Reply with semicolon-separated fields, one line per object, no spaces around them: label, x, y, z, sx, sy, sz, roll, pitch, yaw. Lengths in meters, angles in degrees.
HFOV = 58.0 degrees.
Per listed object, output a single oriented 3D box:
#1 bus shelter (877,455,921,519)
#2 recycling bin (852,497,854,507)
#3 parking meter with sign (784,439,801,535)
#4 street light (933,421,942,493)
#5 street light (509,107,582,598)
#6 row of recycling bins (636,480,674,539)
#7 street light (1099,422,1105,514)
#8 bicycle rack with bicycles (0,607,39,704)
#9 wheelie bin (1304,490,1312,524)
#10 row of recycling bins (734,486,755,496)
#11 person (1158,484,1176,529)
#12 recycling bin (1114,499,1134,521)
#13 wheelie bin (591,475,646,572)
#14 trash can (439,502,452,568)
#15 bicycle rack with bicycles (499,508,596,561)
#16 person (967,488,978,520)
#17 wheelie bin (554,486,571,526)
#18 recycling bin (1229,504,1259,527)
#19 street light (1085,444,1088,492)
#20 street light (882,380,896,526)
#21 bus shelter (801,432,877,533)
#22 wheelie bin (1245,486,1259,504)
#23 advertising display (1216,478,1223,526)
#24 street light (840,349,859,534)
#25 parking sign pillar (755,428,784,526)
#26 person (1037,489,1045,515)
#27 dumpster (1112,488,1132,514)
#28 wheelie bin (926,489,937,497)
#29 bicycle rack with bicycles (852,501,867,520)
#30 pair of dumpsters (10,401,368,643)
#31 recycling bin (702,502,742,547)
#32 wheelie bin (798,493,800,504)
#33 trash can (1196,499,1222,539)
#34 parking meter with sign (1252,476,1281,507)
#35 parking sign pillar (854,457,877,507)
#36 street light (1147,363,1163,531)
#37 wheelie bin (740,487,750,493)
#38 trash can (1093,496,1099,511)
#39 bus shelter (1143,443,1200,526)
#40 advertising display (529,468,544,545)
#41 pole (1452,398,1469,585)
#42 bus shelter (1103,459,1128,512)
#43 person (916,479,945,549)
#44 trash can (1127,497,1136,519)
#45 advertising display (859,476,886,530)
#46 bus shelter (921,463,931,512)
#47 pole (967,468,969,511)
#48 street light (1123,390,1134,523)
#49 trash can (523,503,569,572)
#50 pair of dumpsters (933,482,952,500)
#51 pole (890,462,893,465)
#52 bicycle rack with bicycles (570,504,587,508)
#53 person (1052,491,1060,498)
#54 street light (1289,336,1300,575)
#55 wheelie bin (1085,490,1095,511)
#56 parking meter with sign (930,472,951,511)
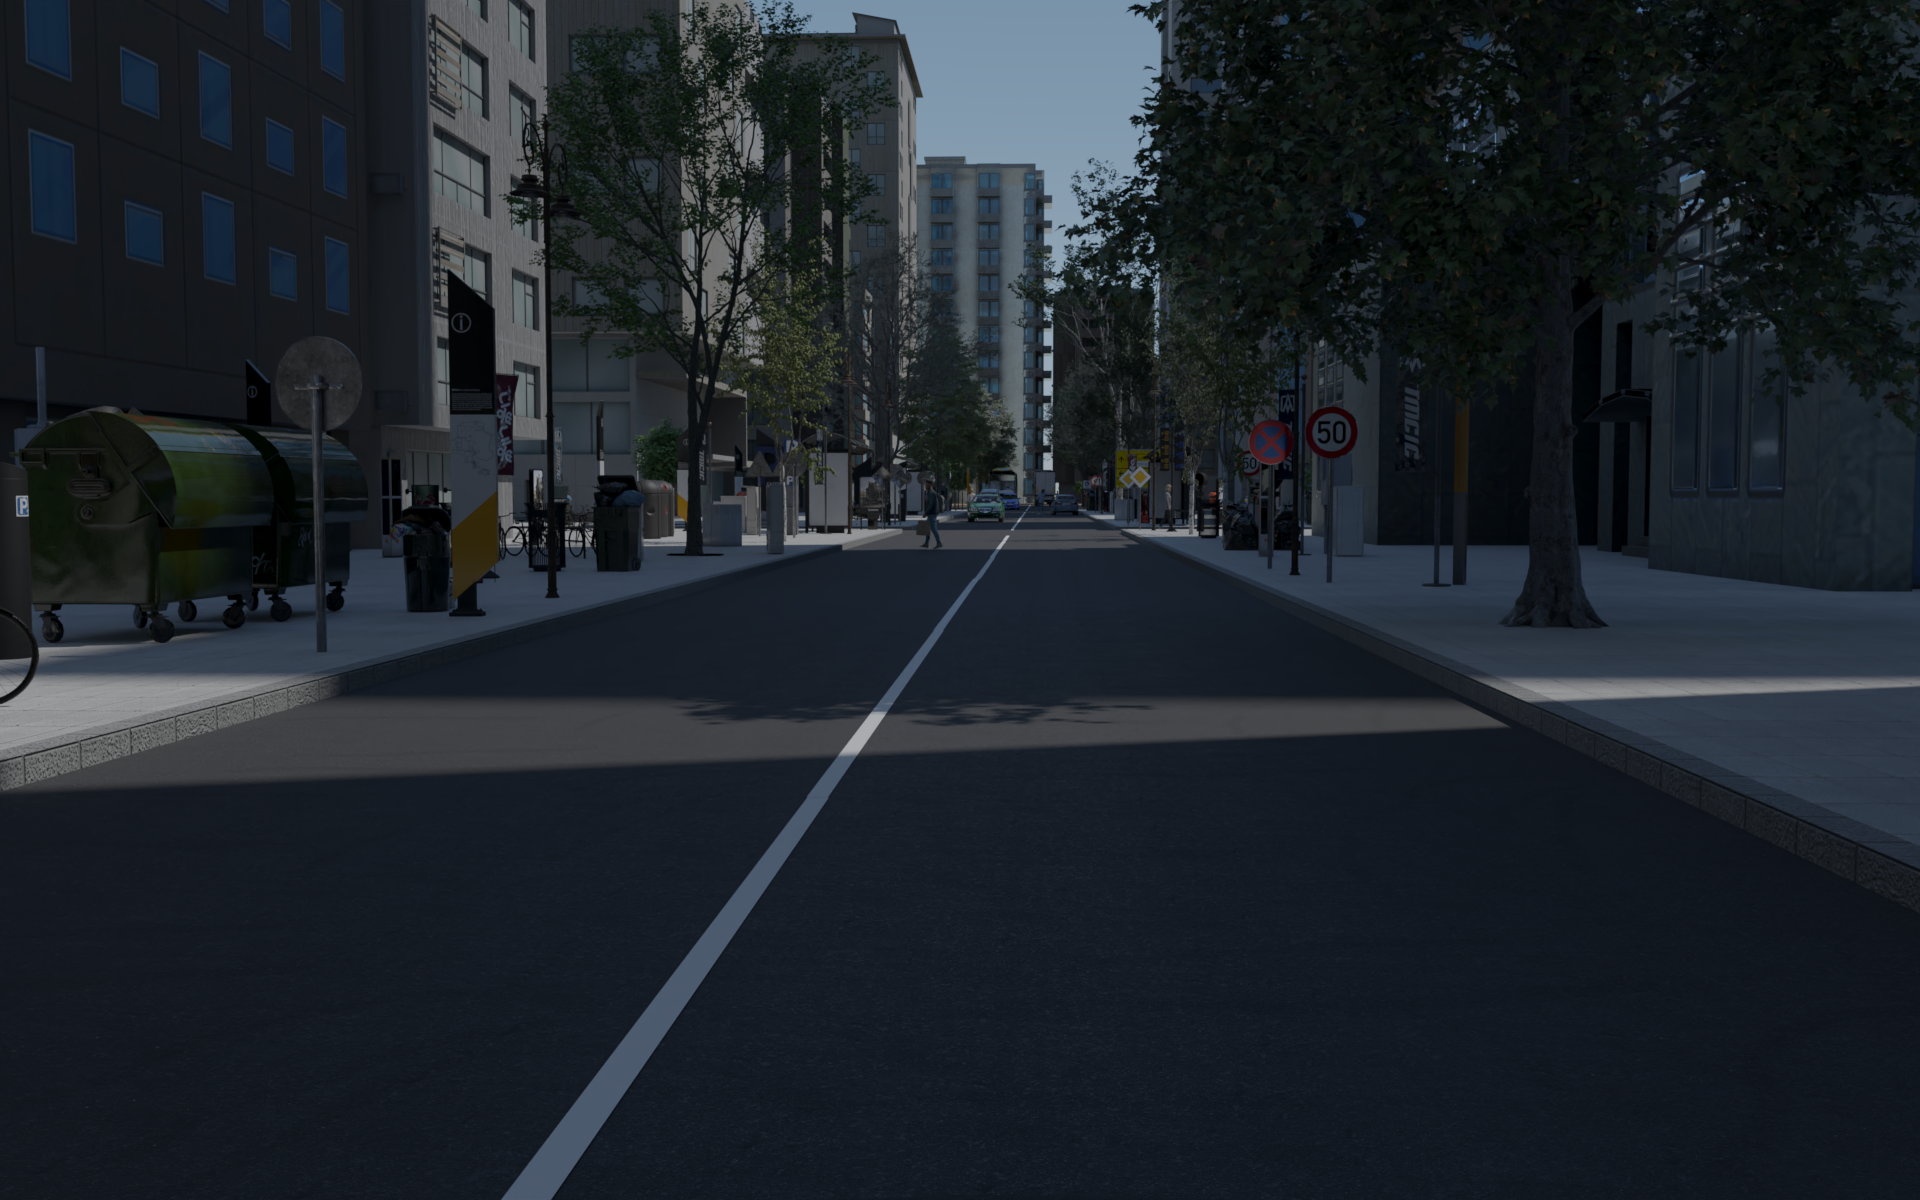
bus shelter;-3.388;-5.974;91.598;2.014;3.302;5.546;0;4;3
recycling bin;-8.207;-7.450;134.359;0.722;1.027;0.722;2;4;26
parking meter with sign;-5.332;-3.558;54.430;0.543;3.016;1.738;0;4;-1
street light;-1.344;-8.005;103.673;0.468;5.910;1.993;0;4;3
street light;-5.037;-2.963;21.226;0.468;5.910;1.993;0;4;3
row of recycling bins;-9.062;-2.673;50.813;1.069;1.692;3.534;0;4;-1
street light;9.099;-8.446;110.880;0.468;5.910;1.993;0;4;3
bicycle rack with bicycles;-7.042;0.185;10.351;2.925;0.926;2.852;0;4;-8
wheelie bin;15.261;-4.087;74.735;0.980;1.594;0.693;1;4;9
row of recycling bins;-14.055;-6.282;109.821;3.534;1.692;1.069;1;4;14
person;7.977;-3.541;66.575;0.728;1.800;0.709;1;4;14
recycling bin;7.993;-4.389;84.309;0.722;1.027;0.722;3;5;39
wheelie bin;-5.680;-1.275;28.758;0.980;1.594;0.693;1;4;10
trash can;-8.752;-1.142;30.320;0.748;1.137;0.748;0;3;0
bicycle rack with bicycles;-8.656;-1.303;34.693;2.852;0.926;2.925;-2;4;-35
person;0.786;-5.185;93.944;0.731;1.740;0.598;-2;4;-24
wheelie bin;-16.235;-3.819;70.342;0.980;1.594;0.693;0;4;1
recycling bin;7.302;-1.920;43.939;0.722;1.027;0.722;3;5;39
street light;10.624;-10.488;144.259;0.468;5.910;1.993;0;4;3
street light;-2.875;-5.964;70.295;0.468;5.910;1.993;0;4;3
bus shelter;-4.197;-3.986;59.092;2.014;3.302;5.546;0;4;3
wheelie bin;11.972;-3.777;69.655;0.980;1.594;0.693;-1;4;-11
advertising display;10.534;-3.958;69.932;0.123;1.923;0.974;2;4;26
street light;-3.534;-5.040;55.184;0.468;5.910;1.993;0;4;3
parking sign pillar;-7.690;-5.037;70.823;1.447;3.967;1.447;0;4;4
person;5.654;-6.848;120.727;0.793;1.790;0.793;3;5;41
dumpster;10.566;-6.533;112.575;1.264;1.857;1.865;0;4;2
wheelie bin;-1.865;-6.570;115.320;0.980;1.594;0.693;-3;5;-45
bicycle rack with bicycles;-5.518;-4.438;85.940;2.925;0.926;2.852;1;4;17
pair of dumpsters;-7.330;-0.879;16.872;1.574;2.255;4.437;0;4;2
recycling bin;-5.852;-1.838;42.603;0.722;1.027;0.722;3;4;37
wheelie bin;-8.658;-4.956;88.936;0.980;1.594;0.693;3;4;37
trash can;7.206;-2.354;50.143;0.748;1.137;0.748;0;3;0
parking meter with sign;13.033;-4.818;75.038;1.738;3.016;0.543;1;4;18
parking sign pillar;-6.983;-8.339;124.821;1.447;3.967;1.447;0;4;5
street light;6.799;-5.371;60.611;0.468;5.910;1.993;0;4;3
wheelie bin;-9.859;-4.452;80.697;0.980;1.594;0.693;1;4;11
trash can;10.422;-7.310;131.171;0.748;1.137;0.748;0;3;0
bus shelter;8.685;-4.731;71.275;2.014;3.302;5.546;0;4;3
advertising display;-10.682;-2.353;43.687;0.123;1.923;0.974;0;4;0
pole;7.065;-1.869;24.400;0.158;3.312;0.155;0;3;0
bus shelter;10.785;-7.860;119.800;1.731;3.624;6.357;0;4;3
person;-0.774;-2.224;44.854;0.713;1.824;0.794;1;4;18
trash can;8.924;-4.745;89.228;0.748;1.137;0.748;0;3;0
advertising display;-3.138;-3.491;62.288;0.974;1.923;0.123;0;4;2
bus shelter;-2.976;-6.982;108.087;2.014;3.302;5.546;0;4;3
pole;0.638;-8.633;134.997;0.158;3.312;0.155;0;3;0
street light;7.537;-6.393;77.314;0.468;5.910;1.993;0;4;3
trash can;-6.855;-1.045;28.738;0.748;1.137;0.748;0;3;0
pair of dumpsters;-1.493;-8.059;134.262;1.574;2.255;4.437;0;4;3
pole;-4.207;-6.897;106.614;0.158;3.312;0.155;0;3;0
bicycle rack with bicycles;-13.055;-2.809;59.317;2.925;0.926;2.852;0;4;5
person;11.015;-11.442;195.584;1.348;1.824;0.705;1;4;21
street light;5.297;-3.330;27.231;0.468;5.910;1.993;0;4;3
wheelie bin;10.014;-7.625;132.569;0.693;1.594;0.980;-2;4;-33
parking meter with sign;-1.622;-8.679;138.163;1.738;3.016;0.543;0;4;7
